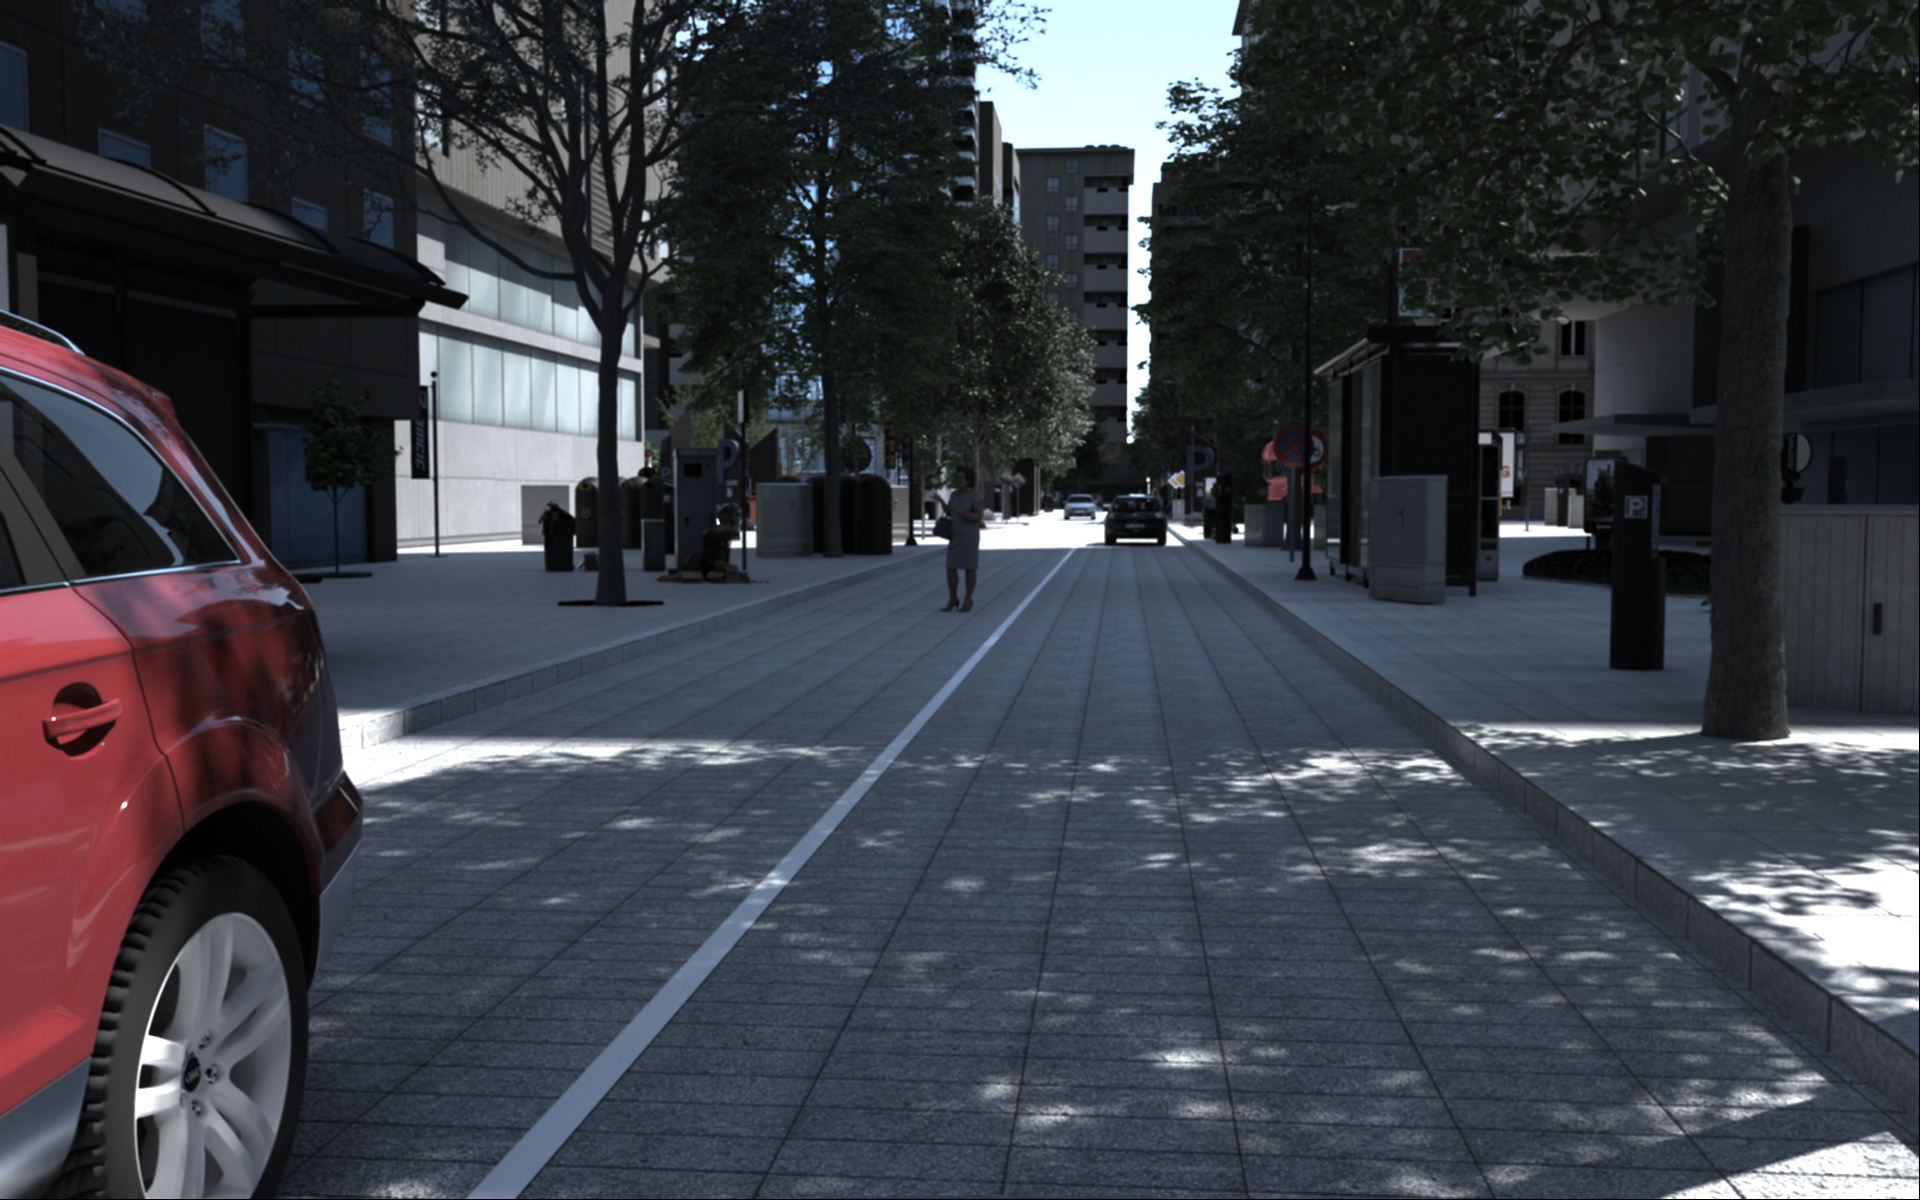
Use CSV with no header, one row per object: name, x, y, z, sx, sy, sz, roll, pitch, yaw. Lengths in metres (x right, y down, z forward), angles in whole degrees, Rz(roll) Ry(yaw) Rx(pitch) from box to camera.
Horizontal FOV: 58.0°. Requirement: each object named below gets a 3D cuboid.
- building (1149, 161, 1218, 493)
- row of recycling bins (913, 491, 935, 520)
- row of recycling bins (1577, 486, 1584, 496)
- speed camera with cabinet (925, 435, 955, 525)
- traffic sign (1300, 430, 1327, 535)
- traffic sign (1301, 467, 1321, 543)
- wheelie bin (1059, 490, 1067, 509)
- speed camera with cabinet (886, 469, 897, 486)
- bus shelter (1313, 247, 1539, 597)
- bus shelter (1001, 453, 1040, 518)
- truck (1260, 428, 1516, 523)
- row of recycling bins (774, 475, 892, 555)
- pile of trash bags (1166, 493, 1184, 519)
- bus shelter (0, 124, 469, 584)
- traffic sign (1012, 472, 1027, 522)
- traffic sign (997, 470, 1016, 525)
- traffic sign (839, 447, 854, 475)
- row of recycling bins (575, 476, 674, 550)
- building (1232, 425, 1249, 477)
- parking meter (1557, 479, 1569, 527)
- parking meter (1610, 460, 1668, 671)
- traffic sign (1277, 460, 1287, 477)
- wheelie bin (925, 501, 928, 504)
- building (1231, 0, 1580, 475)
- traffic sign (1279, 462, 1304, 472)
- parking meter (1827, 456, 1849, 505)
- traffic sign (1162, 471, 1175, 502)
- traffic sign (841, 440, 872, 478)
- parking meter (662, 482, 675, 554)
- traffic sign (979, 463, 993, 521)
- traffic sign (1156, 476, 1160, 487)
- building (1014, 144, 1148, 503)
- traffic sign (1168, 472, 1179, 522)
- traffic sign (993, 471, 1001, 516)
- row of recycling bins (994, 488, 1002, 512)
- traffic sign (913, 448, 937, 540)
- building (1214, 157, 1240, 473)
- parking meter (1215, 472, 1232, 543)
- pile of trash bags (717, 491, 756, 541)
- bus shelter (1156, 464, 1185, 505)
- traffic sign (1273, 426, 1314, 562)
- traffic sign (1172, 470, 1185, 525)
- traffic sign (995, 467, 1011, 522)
building,38.523,-38.553,254.046,21.600,48.544,21.300,0,4,5
row of recycling bins,-2.508,-4.849,86.389,3.534,1.692,1.069,1,4,12
row of recycling bins,44.172,-6.861,119.292,3.534,1.692,1.069,0,4,-8
speed camera with cabinet,-0.561,-3.746,55.579,0.660,3.252,2.038,2,4,24
traffic sign,6.967,-2.108,34.576,0.768,2.556,0.104,1,4,8
traffic sign,9.037,-2.784,45.518,0.884,2.594,0.081,1,4,13
wheelie bin,8.973,-8.715,150.398,0.693,1.594,0.980,0,4,-4
speed camera with cabinet,-4.370,-6.761,104.878,0.660,3.252,2.038,0,4,1
bus shelter,6.522,-2.946,25.795,2.179,5.291,8.768,0,4,5
bus shelter,3.464,-7.410,98.782,2.179,5.291,8.768,0,4,6
truck,18.100,-5.286,75.344,11.283,4.237,2.839,0,4,6
row of recycling bins,-2.818,-1.875,37.772,3.534,1.692,1.069,3,5,43
pile of trash bags,11.628,-4.892,89.743,1.912,1.369,3.447,0,4,3
bus shelter,-5.193,-1.060,11.260,2.014,3.302,5.546,0,4,5
traffic sign,2.690,-4.676,80.092,0.795,2.450,0.064,0,4,5
traffic sign,1.941,-4.190,72.142,0.795,2.450,0.064,0,4,5
traffic sign,-2.978,-2.777,45.505,0.768,2.556,0.104,1,4,11
row of recycling bins,-7.889,-2.069,40.940,3.534,1.692,1.069,3,5,44
building,40.243,-46.203,193.668,20.563,71.187,20.611,0,4,5
parking meter,23.650,-3.806,67.938,0.255,1.863,0.399,-2,4,-31
parking meter,4.986,-0.263,12.718,0.372,1.533,0.369,0,3,0
traffic sign,9.775,-3.137,51.398,0.768,2.556,0.104,0,4,6
wheelie bin,-3.156,-9.013,155.270,0.693,1.594,0.980,-3,4,-38
building,41.711,-35.500,169.656,28.713,52.752,27.495,0,4,5
traffic sign,8.584,-2.718,44.542,0.768,2.556,0.104,1,4,14
parking meter,13.699,-1.305,27.054,0.255,1.863,0.399,2,4,31
traffic sign,11.407,-5.767,94.395,0.768,2.556,0.104,1,4,12
traffic sign,-2.443,-2.485,40.734,0.768,2.556,0.104,1,4,14
parking meter,-6.165,-1.749,37.001,0.372,1.533,0.369,0,3,0
traffic sign,0.955,-4.433,72.484,0.884,2.594,0.081,1,4,13
traffic sign,14.225,-7.491,122.576,0.768,2.556,0.104,1,4,14
building,14.475,-41.047,260.360,27.495,52.752,28.713,0,4,5
traffic sign,9.900,-4.633,79.394,0.795,2.450,0.064,0,4,5
traffic sign,1.900,-6.056,99.017,0.884,2.594,0.081,1,4,10
row of recycling bins,2.940,-7.095,123.123,3.534,1.692,1.069,3,4,38
traffic sign,-1.026,-2.941,48.190,0.768,2.556,0.104,0,4,6
building,38.266,-32.328,212.160,14.154,41.232,14.086,0,4,5
parking meter,6.864,-2.410,45.117,0.399,1.863,0.255,-3,5,-39
pile of trash bags,-6.539,-2.305,47.441,3.447,1.369,1.912,2,4,35
bus shelter,14.452,-7.594,118.086,2.014,3.302,5.546,0,4,5
traffic sign,6.257,-1.985,32.566,0.768,2.556,0.104,1,4,9
traffic sign,9.151,-4.147,71.444,0.795,2.450,0.064,0,4,5
traffic sign,1.999,-4.930,80.716,0.768,2.556,0.104,1,4,12
